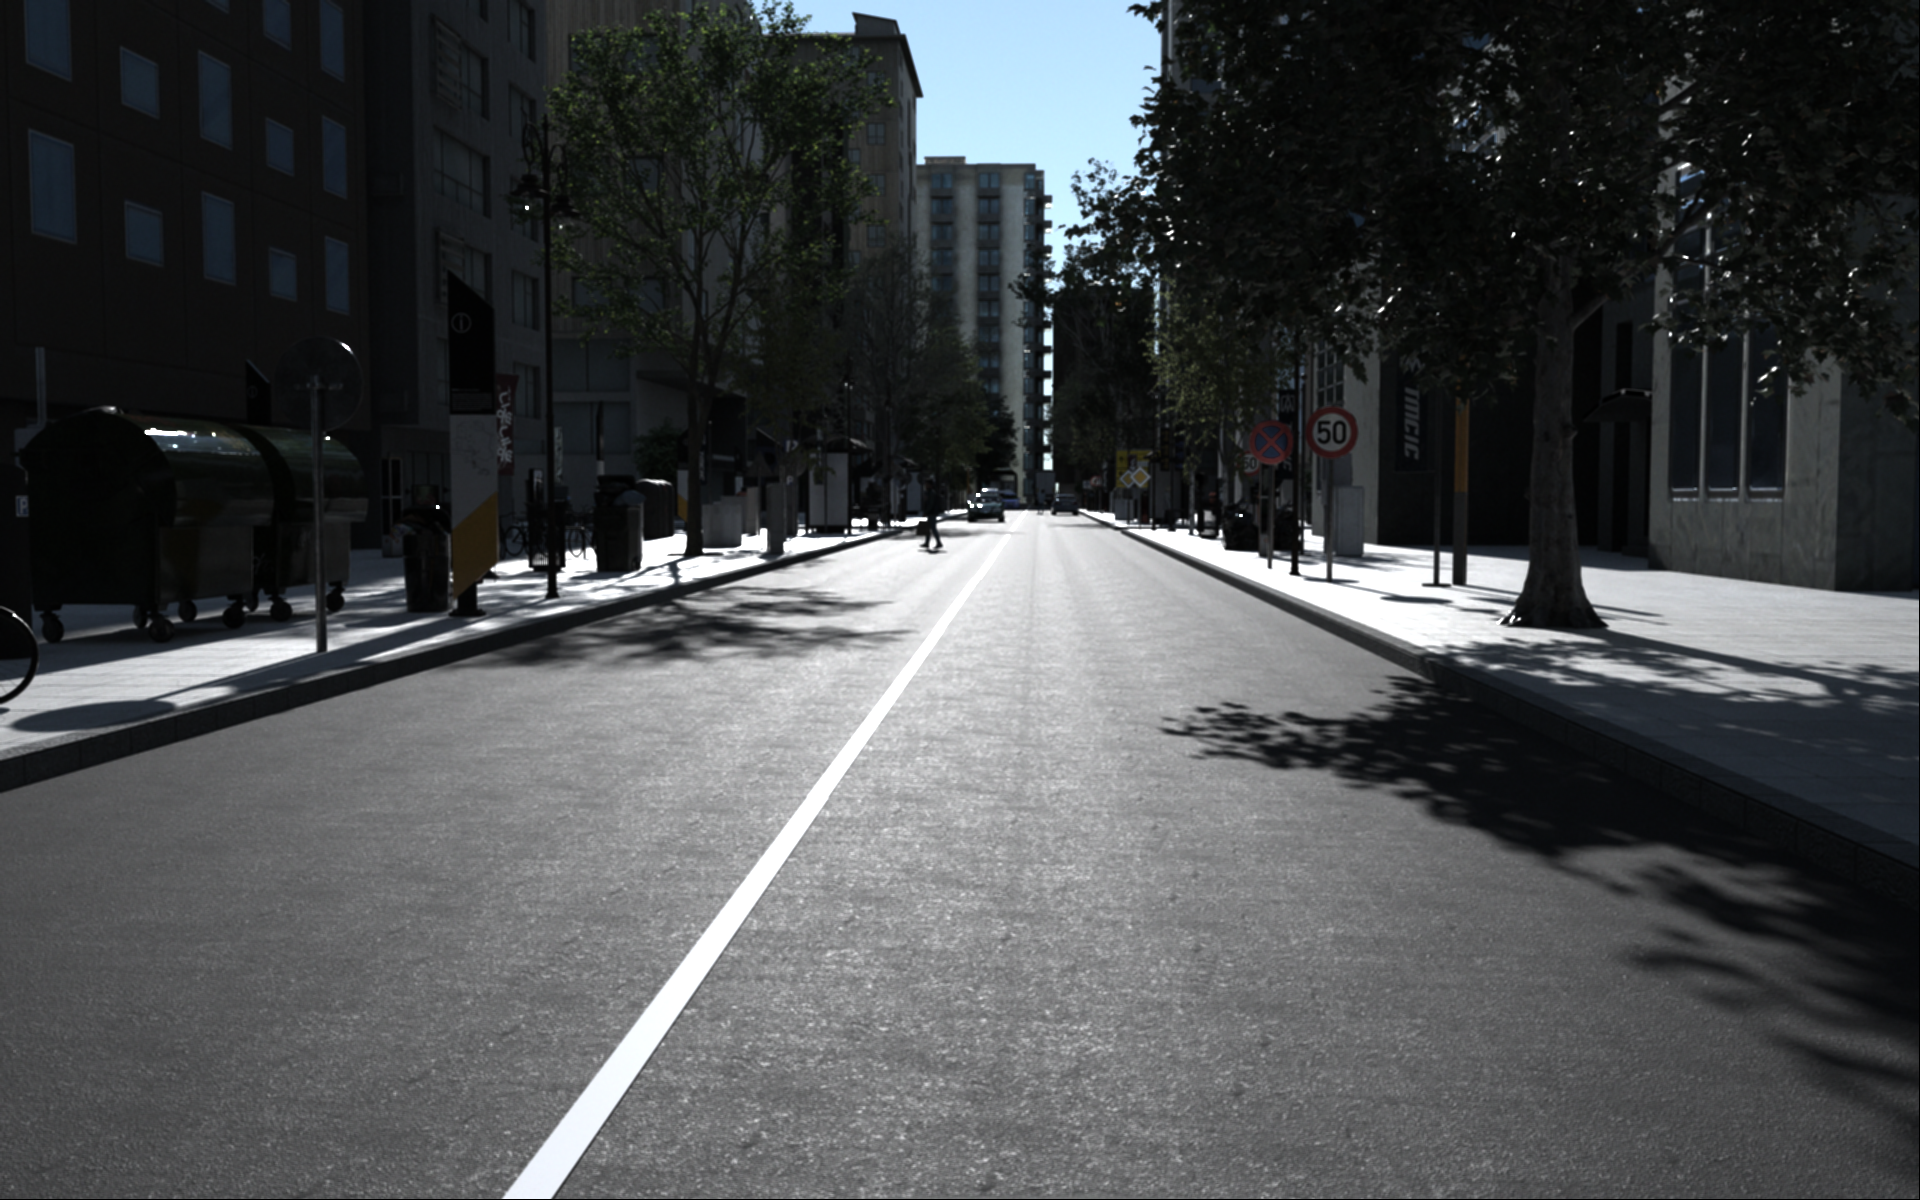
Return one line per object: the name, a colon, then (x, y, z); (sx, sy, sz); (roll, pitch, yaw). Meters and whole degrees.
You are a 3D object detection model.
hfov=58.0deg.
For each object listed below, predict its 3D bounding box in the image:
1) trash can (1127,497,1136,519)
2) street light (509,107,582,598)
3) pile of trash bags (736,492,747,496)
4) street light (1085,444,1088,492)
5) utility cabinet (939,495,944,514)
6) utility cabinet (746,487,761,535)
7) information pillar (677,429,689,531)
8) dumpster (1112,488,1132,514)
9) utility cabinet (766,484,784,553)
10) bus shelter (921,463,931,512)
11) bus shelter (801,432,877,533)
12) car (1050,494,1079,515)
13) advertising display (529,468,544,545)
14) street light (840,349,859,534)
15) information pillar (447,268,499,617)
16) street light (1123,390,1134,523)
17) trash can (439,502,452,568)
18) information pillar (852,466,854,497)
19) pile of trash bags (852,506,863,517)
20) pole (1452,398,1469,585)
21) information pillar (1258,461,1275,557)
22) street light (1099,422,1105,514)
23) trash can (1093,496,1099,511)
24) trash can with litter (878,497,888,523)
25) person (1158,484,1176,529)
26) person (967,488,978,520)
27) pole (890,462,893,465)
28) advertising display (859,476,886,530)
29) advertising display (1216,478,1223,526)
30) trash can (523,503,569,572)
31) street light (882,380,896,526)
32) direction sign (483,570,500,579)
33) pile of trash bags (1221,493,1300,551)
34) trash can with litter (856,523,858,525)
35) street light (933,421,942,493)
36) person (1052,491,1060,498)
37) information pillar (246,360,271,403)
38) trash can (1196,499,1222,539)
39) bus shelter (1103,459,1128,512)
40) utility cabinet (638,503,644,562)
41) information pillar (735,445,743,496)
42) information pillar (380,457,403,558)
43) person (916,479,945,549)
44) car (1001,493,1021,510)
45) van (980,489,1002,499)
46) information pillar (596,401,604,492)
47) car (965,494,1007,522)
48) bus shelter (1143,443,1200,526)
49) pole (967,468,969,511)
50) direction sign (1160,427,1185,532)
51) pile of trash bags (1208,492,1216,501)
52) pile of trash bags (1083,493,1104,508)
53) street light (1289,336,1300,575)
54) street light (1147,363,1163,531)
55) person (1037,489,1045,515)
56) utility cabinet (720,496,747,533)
trash can: (8.924, -4.745, 89.228); (0.748, 1.137, 0.748); (0, 3, 0)
street light: (-5.037, -2.963, 21.226); (0.468, 5.910, 1.993); (0, 4, 3)
pile of trash bags: (-8.578, -3.964, 74.556); (1.912, 1.369, 3.447); (-3, 5, -43)
street light: (10.624, -10.488, 144.259); (0.468, 5.910, 1.993); (0, 4, 3)
utility cabinet: (-1.374, -6.281, 113.863); (0.306, 1.237, 1.020); (1, 4, 18)
utility cabinet: (-6.481, -2.793, 54.337); (0.318, 1.500, 1.173); (0, 4, 1)
information pillar: (-9.475, -4.176, 59.639); (0.504, 3.616, 0.183); (0, 4, 1)
dumpster: (10.566, -6.533, 112.575); (1.264, 1.857, 1.865); (0, 4, 2)
utility cabinet: (-4.003, -1.754, 37.357); (0.318, 1.500, 1.173); (-1, 4, -10)
bus shelter: (-2.976, -6.982, 108.087); (2.014, 3.302, 5.546); (0, 4, 3)
bus shelter: (-4.197, -3.986, 59.092); (2.014, 3.302, 5.546); (0, 4, 3)
car: (7.144, -6.498, 118.247); (2.014, 1.417, 4.499); (0, 4, 1)
advertising display: (-10.682, -2.353, 43.687); (0.123, 1.923, 0.974); (0, 4, 0)
street light: (-3.534, -5.040, 55.184); (0.468, 5.910, 1.993); (0, 4, 3)
information pillar: (-5.097, -1.636, 18.105); (0.504, 3.616, 0.183); (0, 4, -1)
street light: (7.537, -6.393, 77.314); (0.468, 5.910, 1.993); (0, 4, 3)
trash can: (-8.752, -1.142, 30.320); (0.748, 1.137, 0.748); (0, 3, 0)
information pillar: (-8.364, -8.802, 135.263); (0.504, 3.616, 0.183); (-2, 4, -26)
pile of trash bags: (-6.414, -5.270, 95.910); (3.447, 1.369, 1.912); (1, 4, 18)
pole: (7.065, -1.869, 24.400); (0.158, 3.312, 0.155); (0, 3, 0)
information pillar: (6.285, -1.897, 35.515); (0.304, 2.012, 0.304); (1, 4, 9)
street light: (9.099, -8.446, 110.880); (0.468, 5.910, 1.993); (0, 4, 3)
trash can: (10.422, -7.310, 131.171); (0.748, 1.137, 0.748); (0, 3, 0)
trash can with litter: (-3.587, -4.033, 77.333); (1.055, 1.170, 0.624); (0, 4, 3)
person: (7.977, -3.541, 66.575); (0.728, 1.800, 0.709); (1, 4, 14)
person: (0.786, -5.185, 93.944); (0.731, 1.740, 0.598); (-2, 4, -24)
pole: (-4.207, -6.897, 106.614); (0.158, 3.312, 0.155); (0, 3, 0)
advertising display: (-3.138, -3.491, 62.288); (0.974, 1.923, 0.123); (0, 4, 2)
advertising display: (10.534, -3.958, 69.932); (0.123, 1.923, 0.974); (2, 4, 26)
trash can: (-6.855, -1.045, 28.738); (0.748, 1.137, 0.748); (0, 3, 0)
street light: (-2.875, -5.964, 70.295); (0.468, 5.910, 1.993); (0, 4, 3)
direction sign: (-7.210, -2.098, 26.303); (0.379, 3.537, 0.876); (0, 4, 4)
pile of trash bags: (7.139, -1.902, 40.850); (1.912, 1.369, 3.447); (1, 4, 11)
trash can with litter: (-5.102, -3.724, 71.951); (1.678, 1.210, 2.233); (0, 4, 7)
street light: (-1.344, -8.005, 103.673); (0.468, 5.910, 1.993); (0, 4, 3)
person: (11.015, -11.442, 195.584); (1.348, 1.824, 0.705); (1, 4, 21)
information pillar: (-12.212, -2.376, 30.199); (0.504, 3.616, 0.183); (1, 4, 22)
trash can: (7.206, -2.354, 50.143); (0.748, 1.137, 0.748); (0, 3, 0)
bus shelter: (10.785, -7.860, 119.800); (1.731, 3.624, 6.357); (0, 4, 3)
utility cabinet: (-6.209, -1.344, 33.129); (0.306, 1.237, 1.020); (0, 4, -8)
information pillar: (-10.610, -5.606, 83.006); (0.183, 3.616, 0.504); (3, 4, 37)
information pillar: (-11.455, -1.861, 34.919); (0.304, 2.012, 0.304); (2, 4, 33)
person: (-0.774, -2.224, 44.854); (0.713, 1.824, 0.794); (1, 4, 18)
car: (4.554, -9.037, 157.349); (1.945, 1.707, 3.694); (0, 4, 1)
van: (2.225, -7.573, 130.823); (2.013, 2.044, 4.112); (0, 4, 4)
information pillar: (-8.977, -3.175, 43.258); (0.183, 3.616, 0.504); (0, 3, 0)
car: (1.368, -4.771, 89.800); (2.131, 1.459, 4.920); (0, 4, 3)
bus shelter: (8.685, -4.731, 71.275); (2.014, 3.302, 5.546); (0, 4, 3)
pole: (0.638, -8.633, 134.997); (0.158, 3.312, 0.155); (0, 3, 0)
direction sign: (7.216, -4.093, 58.919); (0.876, 3.537, 0.379); (2, 4, 30)
pile of trash bags: (15.599, -5.439, 98.672); (3.447, 1.369, 1.912); (-2, 4, -29)
pile of trash bags: (11.091, -8.012, 140.753); (1.912, 1.369, 3.447); (-2, 4, -31)
street light: (5.297, -3.330, 27.231); (0.468, 5.910, 1.993); (0, 4, 3)
street light: (6.799, -5.371, 60.611); (0.468, 5.910, 1.993); (0, 4, 3)
person: (5.654, -6.848, 120.727); (0.793, 1.790, 0.793); (3, 5, 41)
utility cabinet: (-7.348, -2.788, 56.743); (1.020, 1.237, 0.306); (2, 4, 31)
